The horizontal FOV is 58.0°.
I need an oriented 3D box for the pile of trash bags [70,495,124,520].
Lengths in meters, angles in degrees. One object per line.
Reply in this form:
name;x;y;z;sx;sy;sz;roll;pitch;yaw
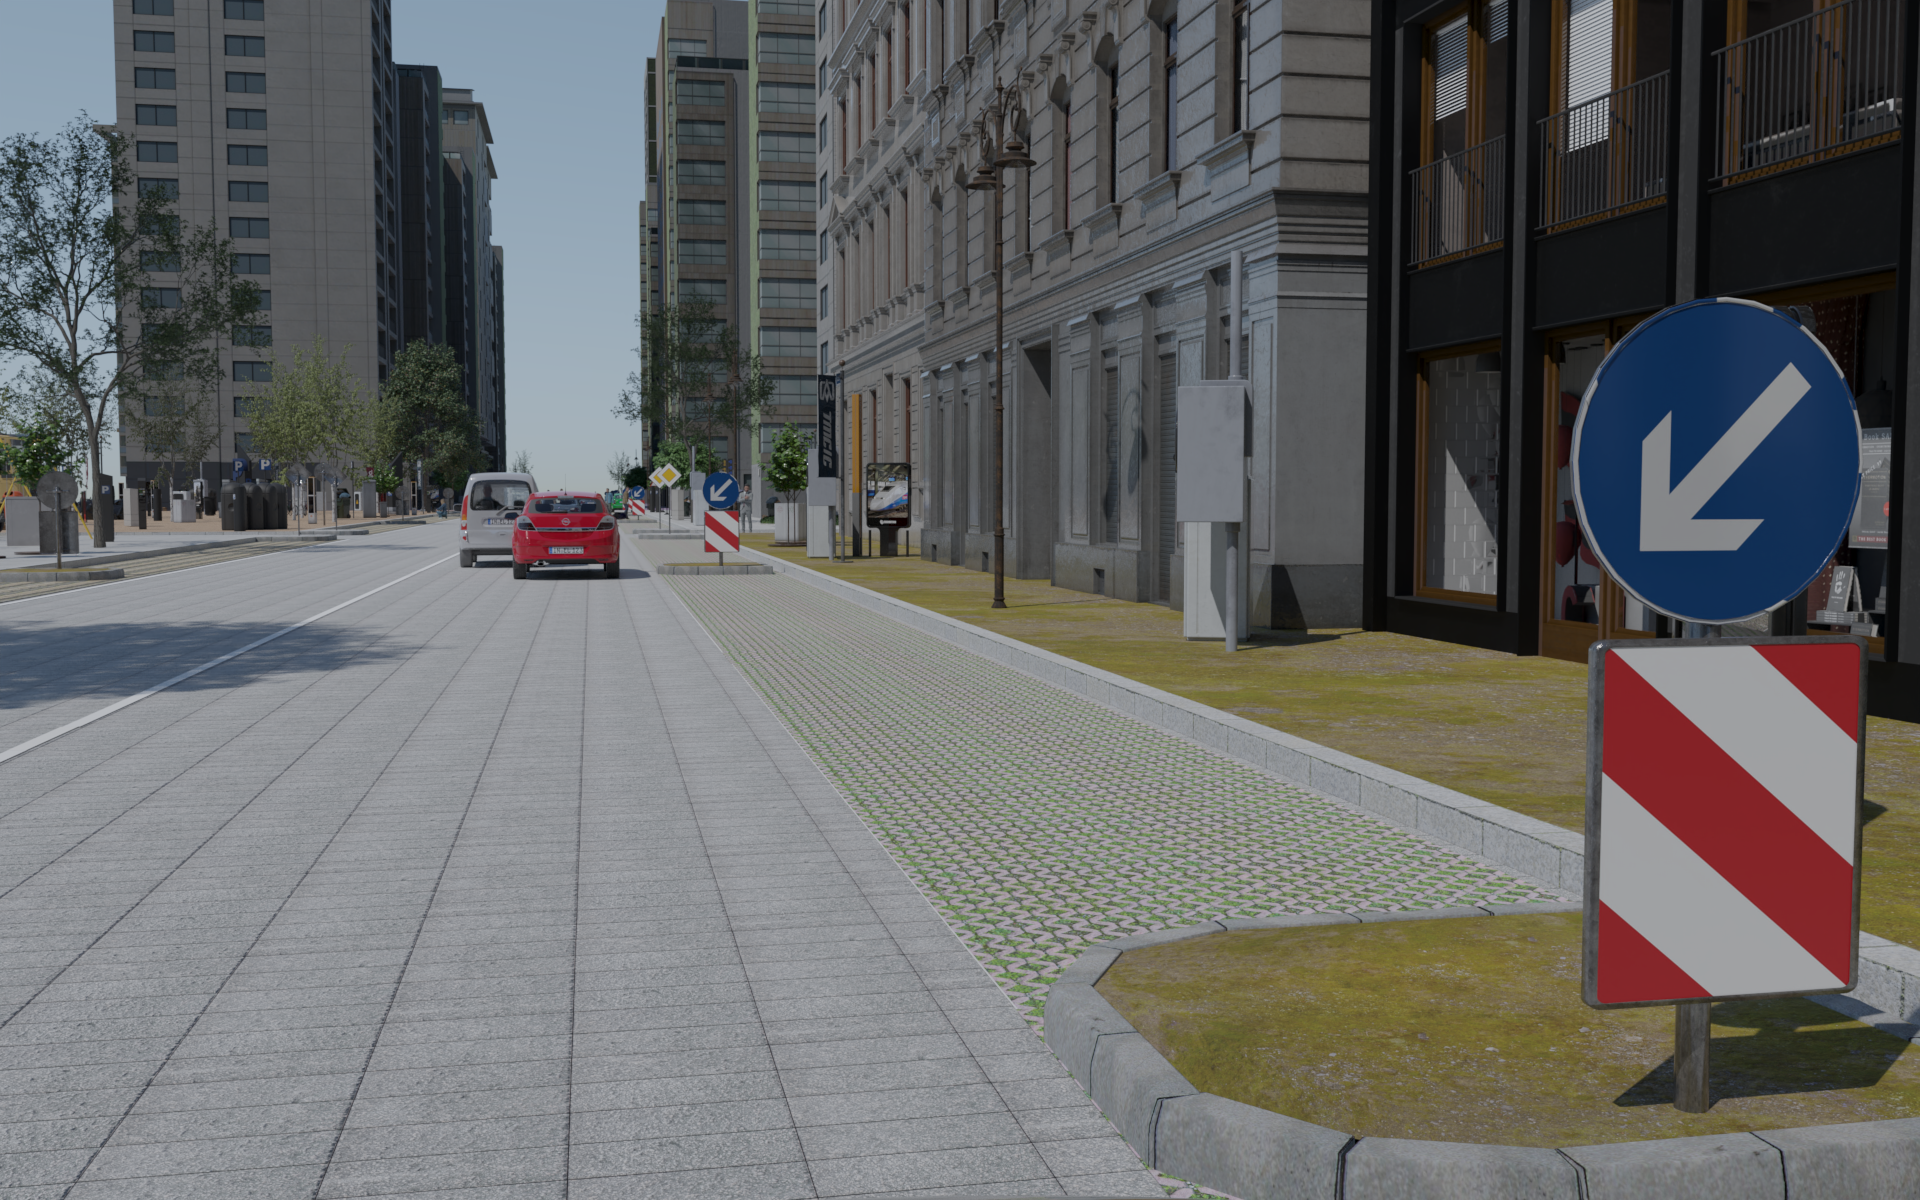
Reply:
pile of trash bags;-41.860;-4.653;85.833;3.447;1.369;1.912;1;4;17

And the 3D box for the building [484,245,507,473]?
building;-79.969;-36.221;275.809;14.154;41.232;14.086;-1;4;-12

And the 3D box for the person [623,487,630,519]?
person;-18.872;-5.470;97.850;0.656;1.842;0.836;2;4;32

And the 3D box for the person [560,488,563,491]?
person;-27.896;-6.906;121.423;0.388;1.821;0.555;2;4;23

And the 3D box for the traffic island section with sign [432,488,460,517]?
traffic island section with sign;-32.393;-6.190;109.835;1.989;1.847;2.006;-1;4;-12

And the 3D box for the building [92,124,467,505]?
building;-67.490;-29.641;176.509;32.217;40.220;23.993;-1;4;-12

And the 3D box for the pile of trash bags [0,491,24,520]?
pile of trash bags;-28.760;-2.501;50.651;3.447;1.369;1.912;1;4;17

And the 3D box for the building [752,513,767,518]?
building;-5.025;-25.344;97.963;14.154;41.232;14.086;-1;4;-12

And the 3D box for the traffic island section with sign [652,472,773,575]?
traffic island section with sign;-4.485;-1.390;31.353;1.989;1.847;2.006;-1;4;-12

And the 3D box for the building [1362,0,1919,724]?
building;11.444;-10.977;9.151;12.332;23.373;15.834;-1;4;-12

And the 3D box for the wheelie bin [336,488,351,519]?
wheelie bin;-32.302;-5.057;90.596;0.980;1.594;0.693;1;4;22

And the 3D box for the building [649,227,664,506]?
building;-26.988;-25.605;190.337;14.160;30.474;14.107;-1;4;-12

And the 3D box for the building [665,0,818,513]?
building;-17.984;-28.403;147.984;14.154;41.232;14.086;-1;4;-12

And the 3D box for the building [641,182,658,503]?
building;-34.554;-33.466;230.756;14.154;41.232;14.086;-1;4;-12

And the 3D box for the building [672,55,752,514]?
building;-12.651;-21.255;119.223;14.160;30.474;14.107;-1;4;-12

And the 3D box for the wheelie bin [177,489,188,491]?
wheelie bin;-50.497;-6.403;112.598;0.980;1.594;0.693;-1;4;-18

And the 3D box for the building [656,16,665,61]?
building;-21.010;-31.322;162.219;14.600;45.320;14.200;-1;4;-12

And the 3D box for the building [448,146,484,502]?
building;-62.501;-31.399;196.962;14.154;41.232;14.086;-1;4;-12

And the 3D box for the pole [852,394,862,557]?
pole;-2.106;-2.546;35.474;0.158;3.312;0.155;0;3;0

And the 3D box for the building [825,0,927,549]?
building;3.078;-12.773;44.993;11.583;22.565;21.152;-1;4;-12

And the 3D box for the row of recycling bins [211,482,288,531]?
row of recycling bins;-25.367;-3.383;62.431;1.069;1.692;3.534;1;4;8

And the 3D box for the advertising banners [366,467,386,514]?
advertising banners;-37.808;-7.171;113.430;2.074;3.025;0.090;-2;4;-29

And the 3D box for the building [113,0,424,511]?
building;-54.893;-42.952;140.518;20.563;71.187;20.611;-1;4;-12

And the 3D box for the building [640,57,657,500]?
building;-43.167;-51.770;284.694;20.563;71.187;20.611;-1;4;-12

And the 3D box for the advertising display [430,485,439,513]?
advertising display;-36.512;-7.034;120.225;0.123;1.923;0.974;1;4;22

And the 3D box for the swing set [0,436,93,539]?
swing set;-25.943;-3.059;47.632;2.862;2.851;3.119;0;4;-8

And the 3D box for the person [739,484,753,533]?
person;-7.536;-3.198;60.972;0.511;1.800;0.466;0;4;-7

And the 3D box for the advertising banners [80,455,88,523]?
advertising banners;-39.245;-4.981;77.634;0.090;3.025;2.074;-2;4;-35

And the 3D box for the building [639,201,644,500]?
building;-38.003;-34.300;244.398;14.154;41.232;14.086;-1;4;-12

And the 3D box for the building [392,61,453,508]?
building;-55.115;-29.090;159.223;14.154;41.232;14.086;-1;4;-12

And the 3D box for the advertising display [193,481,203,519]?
advertising display;-38.782;-5.076;88.199;0.123;1.923;0.974;-3;5;-43

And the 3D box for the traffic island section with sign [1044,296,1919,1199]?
traffic island section with sign;1.279;0.268;4.250;1.989;1.847;2.006;-1;4;-12

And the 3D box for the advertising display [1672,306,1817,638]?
advertising display;2.853;-0.071;6.370;0.123;1.923;0.974;0;4;3

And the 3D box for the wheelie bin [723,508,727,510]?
wheelie bin;-14.724;-6.076;107.247;0.980;1.594;0.693;0;4;0

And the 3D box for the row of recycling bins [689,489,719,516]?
row of recycling bins;-15.310;-5.961;104.575;1.069;1.692;3.534;1;4;17

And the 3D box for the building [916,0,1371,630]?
building;5.665;-10.780;25.397;9.793;20.994;18.267;-1;4;-12

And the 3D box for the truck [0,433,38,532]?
truck;-33.262;-3.564;54.198;9.791;3.379;3.469;-1;4;-12

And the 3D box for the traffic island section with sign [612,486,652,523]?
traffic island section with sign;-16.051;-4.716;85.732;1.989;1.847;2.006;-1;4;-12

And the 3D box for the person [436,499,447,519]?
person;-30.001;-5.262;100.027;0.738;1.151;1.012;0;4;4

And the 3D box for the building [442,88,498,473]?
building;-76.190;-39.006;226.990;28.713;52.752;27.495;-1;4;-12

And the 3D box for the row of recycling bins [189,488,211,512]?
row of recycling bins;-54.991;-7.266;125.915;1.069;1.692;3.534;0;4;-1

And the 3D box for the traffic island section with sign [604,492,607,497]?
traffic island section with sign;-31.963;-9.292;160.545;1.989;1.847;2.006;-1;4;-12

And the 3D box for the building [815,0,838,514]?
building;4.862;-39.116;77.801;20.611;71.187;20.563;-1;4;-12

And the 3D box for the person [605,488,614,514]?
person;-20.817;-5.746;102.786;0.601;1.785;0.444;3;4;38

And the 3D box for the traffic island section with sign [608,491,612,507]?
traffic island section with sign;-21.653;-6.329;112.101;1.989;1.847;2.006;-1;4;-12

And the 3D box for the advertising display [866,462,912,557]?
advertising display;-1.457;-1.847;35.406;0.974;1.923;0.123;1;4;23
